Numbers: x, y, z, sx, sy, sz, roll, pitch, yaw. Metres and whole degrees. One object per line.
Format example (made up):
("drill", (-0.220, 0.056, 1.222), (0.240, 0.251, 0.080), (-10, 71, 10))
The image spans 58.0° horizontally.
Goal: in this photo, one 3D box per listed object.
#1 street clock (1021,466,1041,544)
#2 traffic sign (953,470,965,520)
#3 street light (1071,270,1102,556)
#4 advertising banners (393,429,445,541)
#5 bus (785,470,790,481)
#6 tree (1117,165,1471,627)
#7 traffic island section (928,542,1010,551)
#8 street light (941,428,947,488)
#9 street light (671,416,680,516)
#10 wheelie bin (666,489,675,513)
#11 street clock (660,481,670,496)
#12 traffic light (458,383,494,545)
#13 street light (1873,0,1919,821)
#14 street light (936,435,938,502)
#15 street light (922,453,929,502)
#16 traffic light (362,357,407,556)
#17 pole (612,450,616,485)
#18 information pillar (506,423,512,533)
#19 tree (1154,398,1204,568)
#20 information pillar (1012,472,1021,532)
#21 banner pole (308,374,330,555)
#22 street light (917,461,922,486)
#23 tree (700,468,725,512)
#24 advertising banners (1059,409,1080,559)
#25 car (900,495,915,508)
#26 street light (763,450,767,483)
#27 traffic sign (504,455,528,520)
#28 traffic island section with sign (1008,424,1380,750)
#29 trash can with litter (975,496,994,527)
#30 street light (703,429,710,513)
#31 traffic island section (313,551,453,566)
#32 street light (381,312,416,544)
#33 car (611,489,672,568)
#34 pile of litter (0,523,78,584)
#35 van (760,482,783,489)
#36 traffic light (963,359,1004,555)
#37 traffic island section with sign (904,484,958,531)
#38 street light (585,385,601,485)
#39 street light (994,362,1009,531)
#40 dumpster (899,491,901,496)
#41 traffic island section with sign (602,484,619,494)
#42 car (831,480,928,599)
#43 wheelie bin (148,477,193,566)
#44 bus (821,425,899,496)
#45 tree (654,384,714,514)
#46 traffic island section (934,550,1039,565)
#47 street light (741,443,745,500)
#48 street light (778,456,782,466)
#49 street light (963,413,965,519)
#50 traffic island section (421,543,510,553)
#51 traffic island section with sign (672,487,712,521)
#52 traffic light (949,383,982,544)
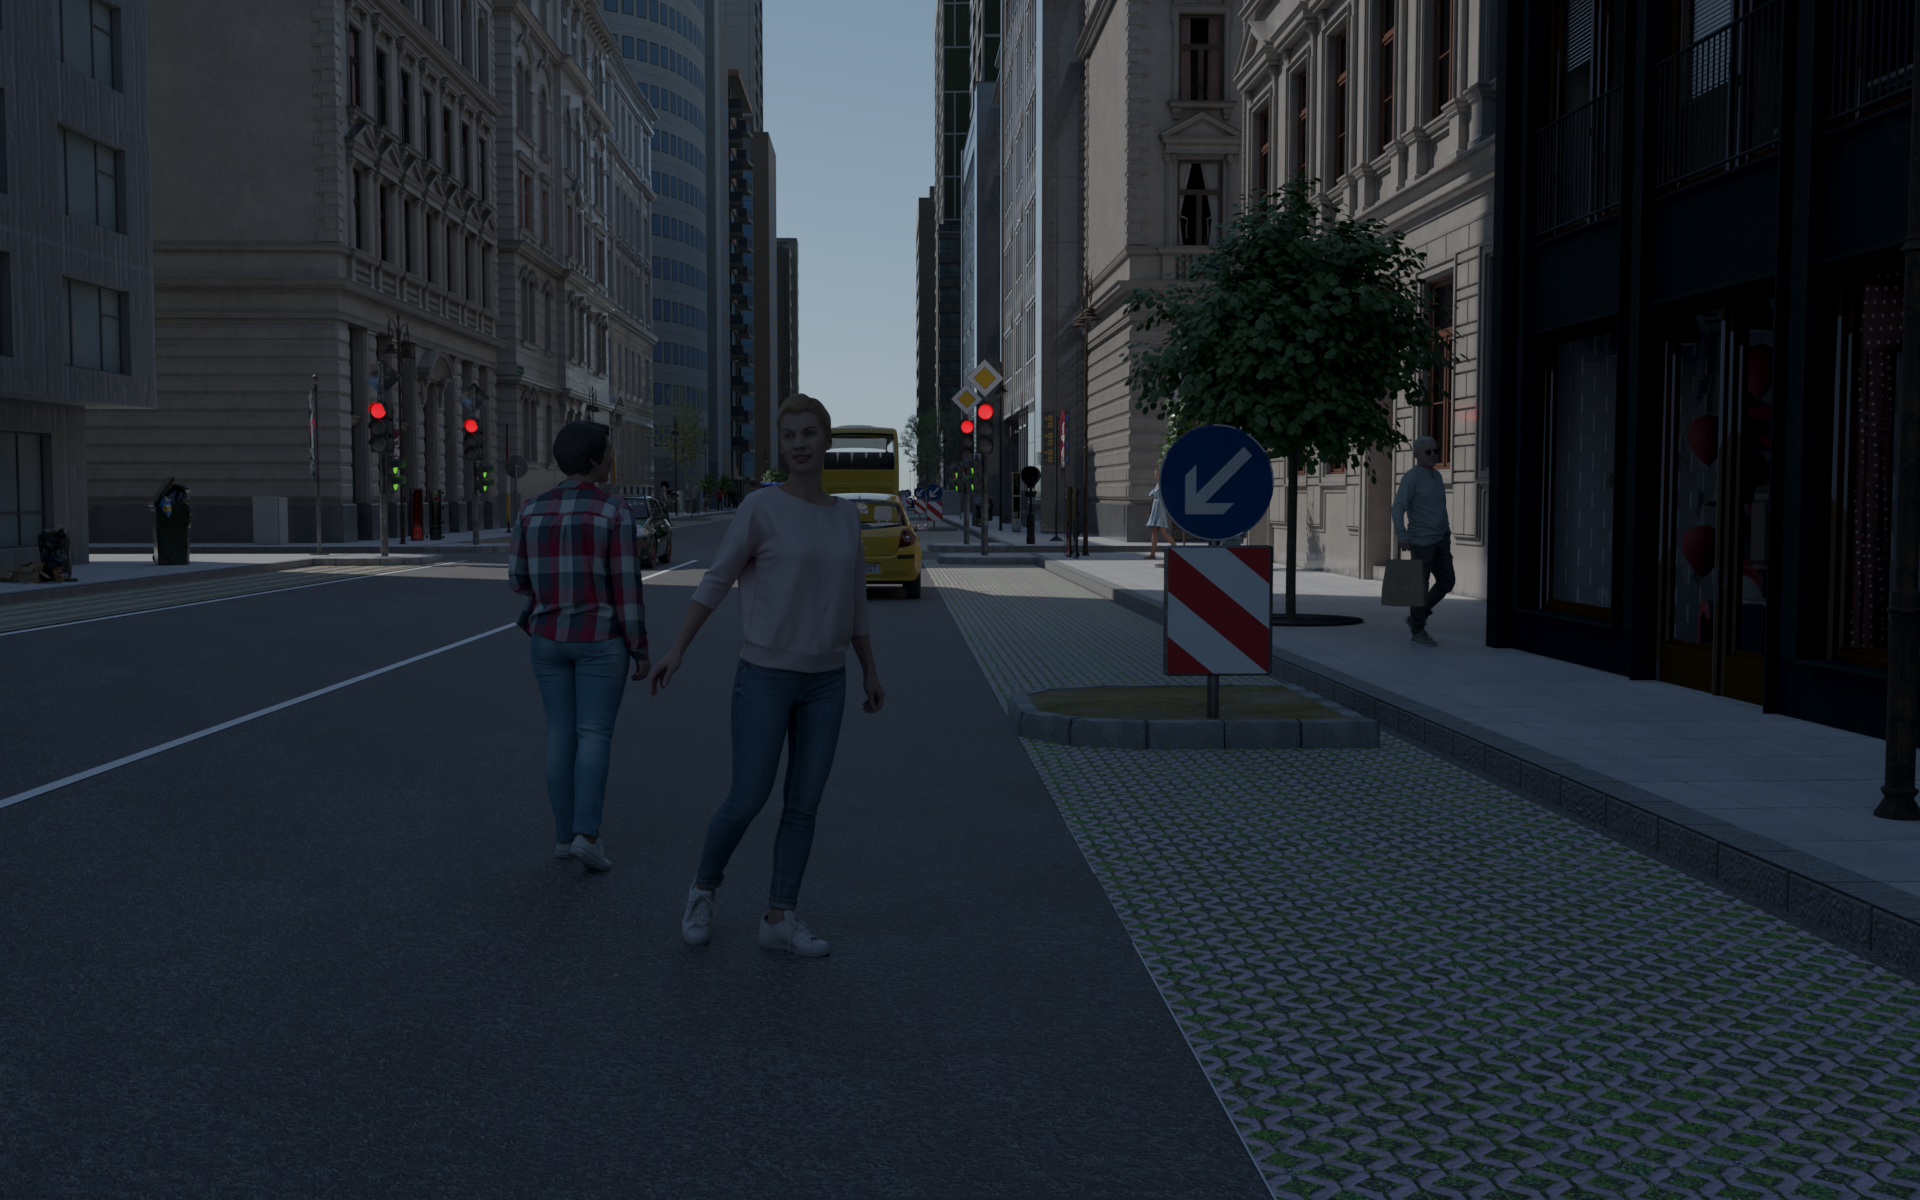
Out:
("street clock", (1.814, -2.434, 44.371), (0.471, 2.002, 0.358), (1, 4, 19))
("traffic sign", (0.033, -5.271, 86.282), (0.768, 2.556, 0.104), (0, 4, 2))
("street light", (2.612, -3.858, 35.863), (0.468, 5.910, 1.993), (0, 4, -2))
("advertising banners", (-14.846, -3.129, 47.354), (0.090, 3.025, 2.074), (2, 4, 24))
("bus", (-13.994, -10.023, 155.420), (2.896, 3.916, 12.252), (0, 4, -3))
("tree", (3.396, -2.052, 17.271), (4.285, 4.588, 4.351), (0, 3, 0))
("traffic island section", (0.190, -1.345, 44.266), (2.009, 0.180, 2.903), (0, 4, -2))
("street light", (-1.083, -8.940, 118.962), (0.468, 5.910, 1.993), (0, 4, -2))
("street light", (-16.891, -7.960, 102.936), (0.468, 5.910, 1.993), (0, 4, -2))
("wheelie bin", (-19.665, -6.743, 118.151), (0.693, 1.594, 0.980), (2, 4, 34))
("street clock", (-16.328, -5.589, 95.952), (0.471, 2.002, 0.358), (0, 4, 5))
("traffic light", (-12.199, -3.344, 43.600), (0.839, 4.253, 0.868), (0, 4, -2))
("street light", (3.731, -2.074, 6.704), (0.468, 5.910, 1.993), (0, 4, -2))
("street light", (-1.770, -10.003, 136.329), (0.468, 5.910, 1.993), (0, 4, -2))
("street light", (-3.129, -11.785, 165.478), (0.468, 5.910, 1.993), (0, 4, -2))
("traffic light", (-11.853, -2.856, 35.622), (0.839, 4.253, 0.868), (0, 4, -2))
("pole", (-16.042, -5.296, 80.426), (0.158, 3.312, 0.155), (0, 3, 0))
("information pillar", (-14.910, -4.023, 57.123), (0.183, 3.616, 0.504), (-1, 4, -12))
("tree", (3.860, -2.169, 30.062), (1.663, 3.219, 1.824), (0, 3, 0))
("information pillar", (1.898, -3.290, 58.281), (0.304, 2.012, 0.304), (0, 4, -1))
("banner pole", (-13.462, -2.821, 36.135), (0.401, 3.779, 0.863), (0, 4, -7))
("street light", (-4.394, -13.589, 194.971), (0.468, 5.910, 1.993), (0, 4, -2))
("tree", (-18.201, -8.068, 126.509), (1.663, 3.219, 1.824), (0, 3, 0))
("advertising banners", (2.219, -2.386, 35.193), (0.090, 3.025, 2.074), (0, 4, -6))
("car", (-4.633, -8.526, 151.984), (1.945, 1.354, 3.894), (0, 4, -1))
("street light", (-20.104, -12.613, 179.007), (0.468, 5.910, 1.993), (0, 4, -2))
("traffic sign", (-14.483, -3.452, 56.540), (0.768, 2.556, 0.104), (0, 4, 0))
("traffic island section with sign", (1.317, -0.121, 10.601), (1.989, 1.847, 2.006), (0, 4, -2))
("trash can with litter", (0.905, -3.421, 67.320), (0.624, 1.170, 1.055), (0, 4, -3))
("street light", (-17.661, -9.018, 120.236), (0.468, 5.910, 1.993), (0, 4, -2))
("traffic island section", (-11.893, -0.824, 35.755), (2.009, 0.180, 2.903), (0, 4, -2))
("street light", (-14.264, -4.364, 44.147), (0.468, 5.910, 1.993), (0, 4, -2))
("car", (-6.799, -1.515, 34.558), (2.009, 1.686, 4.222), (0, 4, -3))
("pile of litter", (-13.515, -0.695, 25.324), (1.176, 0.858, 1.719), (-1, 4, -17))
("van", (-9.342, -5.182, 89.114), (2.240, 2.365, 5.245), (0, 4, -2))
("traffic light", (0.496, -2.890, 36.172), (0.839, 4.253, 0.868), (0, 4, -2))
("traffic island section with sign", (-1.125, -3.578, 67.131), (1.989, 1.847, 2.006), (0, 4, -2))
("street light", (-15.613, -6.177, 73.783), (0.468, 5.910, 1.993), (0, 4, -2))
("street light", (1.426, -5.374, 60.656), (0.468, 5.910, 1.993), (0, 4, -2))
("dumpster", (-7.456, -12.734, 216.418), (1.865, 1.857, 1.264), (0, 4, -4))
("traffic island section with sign", (-13.195, -3.469, 65.343), (1.989, 1.847, 2.006), (0, 4, -2))
("car", (-1.447, -0.909, 25.090), (2.015, 1.641, 3.980), (0, 4, -3))
("wheelie bin", (-14.296, -1.437, 31.406), (0.693, 1.594, 0.980), (-2, 4, -33))
("bus", (-3.609, -4.237, 60.827), (2.896, 3.916, 12.252), (0, 4, -4))
("tree", (-17.993, -9.995, 113.786), (4.737, 8.622, 4.395), (0, 3, 0))
("traffic island section", (0.536, -0.857, 36.288), (2.009, 0.180, 2.903), (0, 4, -2))
("street light", (-18.761, -10.830, 149.858), (0.468, 5.910, 1.993), (0, 4, -2))
("street light", (-21.168, -14.124, 203.716), (0.468, 5.910, 1.993), (0, 4, -2))
("street light", (0.239, -7.157, 89.812), (0.468, 5.910, 1.993), (0, 4, -2))
("traffic island section", (-12.240, -1.312, 43.733), (2.009, 0.180, 2.903), (0, 4, -2))
("traffic island section with sign", (-14.387, -5.162, 93.025), (1.989, 1.847, 2.006), (0, 4, -2))
("traffic light", (0.150, -3.378, 44.150), (0.839, 4.253, 0.868), (0, 4, -2))
